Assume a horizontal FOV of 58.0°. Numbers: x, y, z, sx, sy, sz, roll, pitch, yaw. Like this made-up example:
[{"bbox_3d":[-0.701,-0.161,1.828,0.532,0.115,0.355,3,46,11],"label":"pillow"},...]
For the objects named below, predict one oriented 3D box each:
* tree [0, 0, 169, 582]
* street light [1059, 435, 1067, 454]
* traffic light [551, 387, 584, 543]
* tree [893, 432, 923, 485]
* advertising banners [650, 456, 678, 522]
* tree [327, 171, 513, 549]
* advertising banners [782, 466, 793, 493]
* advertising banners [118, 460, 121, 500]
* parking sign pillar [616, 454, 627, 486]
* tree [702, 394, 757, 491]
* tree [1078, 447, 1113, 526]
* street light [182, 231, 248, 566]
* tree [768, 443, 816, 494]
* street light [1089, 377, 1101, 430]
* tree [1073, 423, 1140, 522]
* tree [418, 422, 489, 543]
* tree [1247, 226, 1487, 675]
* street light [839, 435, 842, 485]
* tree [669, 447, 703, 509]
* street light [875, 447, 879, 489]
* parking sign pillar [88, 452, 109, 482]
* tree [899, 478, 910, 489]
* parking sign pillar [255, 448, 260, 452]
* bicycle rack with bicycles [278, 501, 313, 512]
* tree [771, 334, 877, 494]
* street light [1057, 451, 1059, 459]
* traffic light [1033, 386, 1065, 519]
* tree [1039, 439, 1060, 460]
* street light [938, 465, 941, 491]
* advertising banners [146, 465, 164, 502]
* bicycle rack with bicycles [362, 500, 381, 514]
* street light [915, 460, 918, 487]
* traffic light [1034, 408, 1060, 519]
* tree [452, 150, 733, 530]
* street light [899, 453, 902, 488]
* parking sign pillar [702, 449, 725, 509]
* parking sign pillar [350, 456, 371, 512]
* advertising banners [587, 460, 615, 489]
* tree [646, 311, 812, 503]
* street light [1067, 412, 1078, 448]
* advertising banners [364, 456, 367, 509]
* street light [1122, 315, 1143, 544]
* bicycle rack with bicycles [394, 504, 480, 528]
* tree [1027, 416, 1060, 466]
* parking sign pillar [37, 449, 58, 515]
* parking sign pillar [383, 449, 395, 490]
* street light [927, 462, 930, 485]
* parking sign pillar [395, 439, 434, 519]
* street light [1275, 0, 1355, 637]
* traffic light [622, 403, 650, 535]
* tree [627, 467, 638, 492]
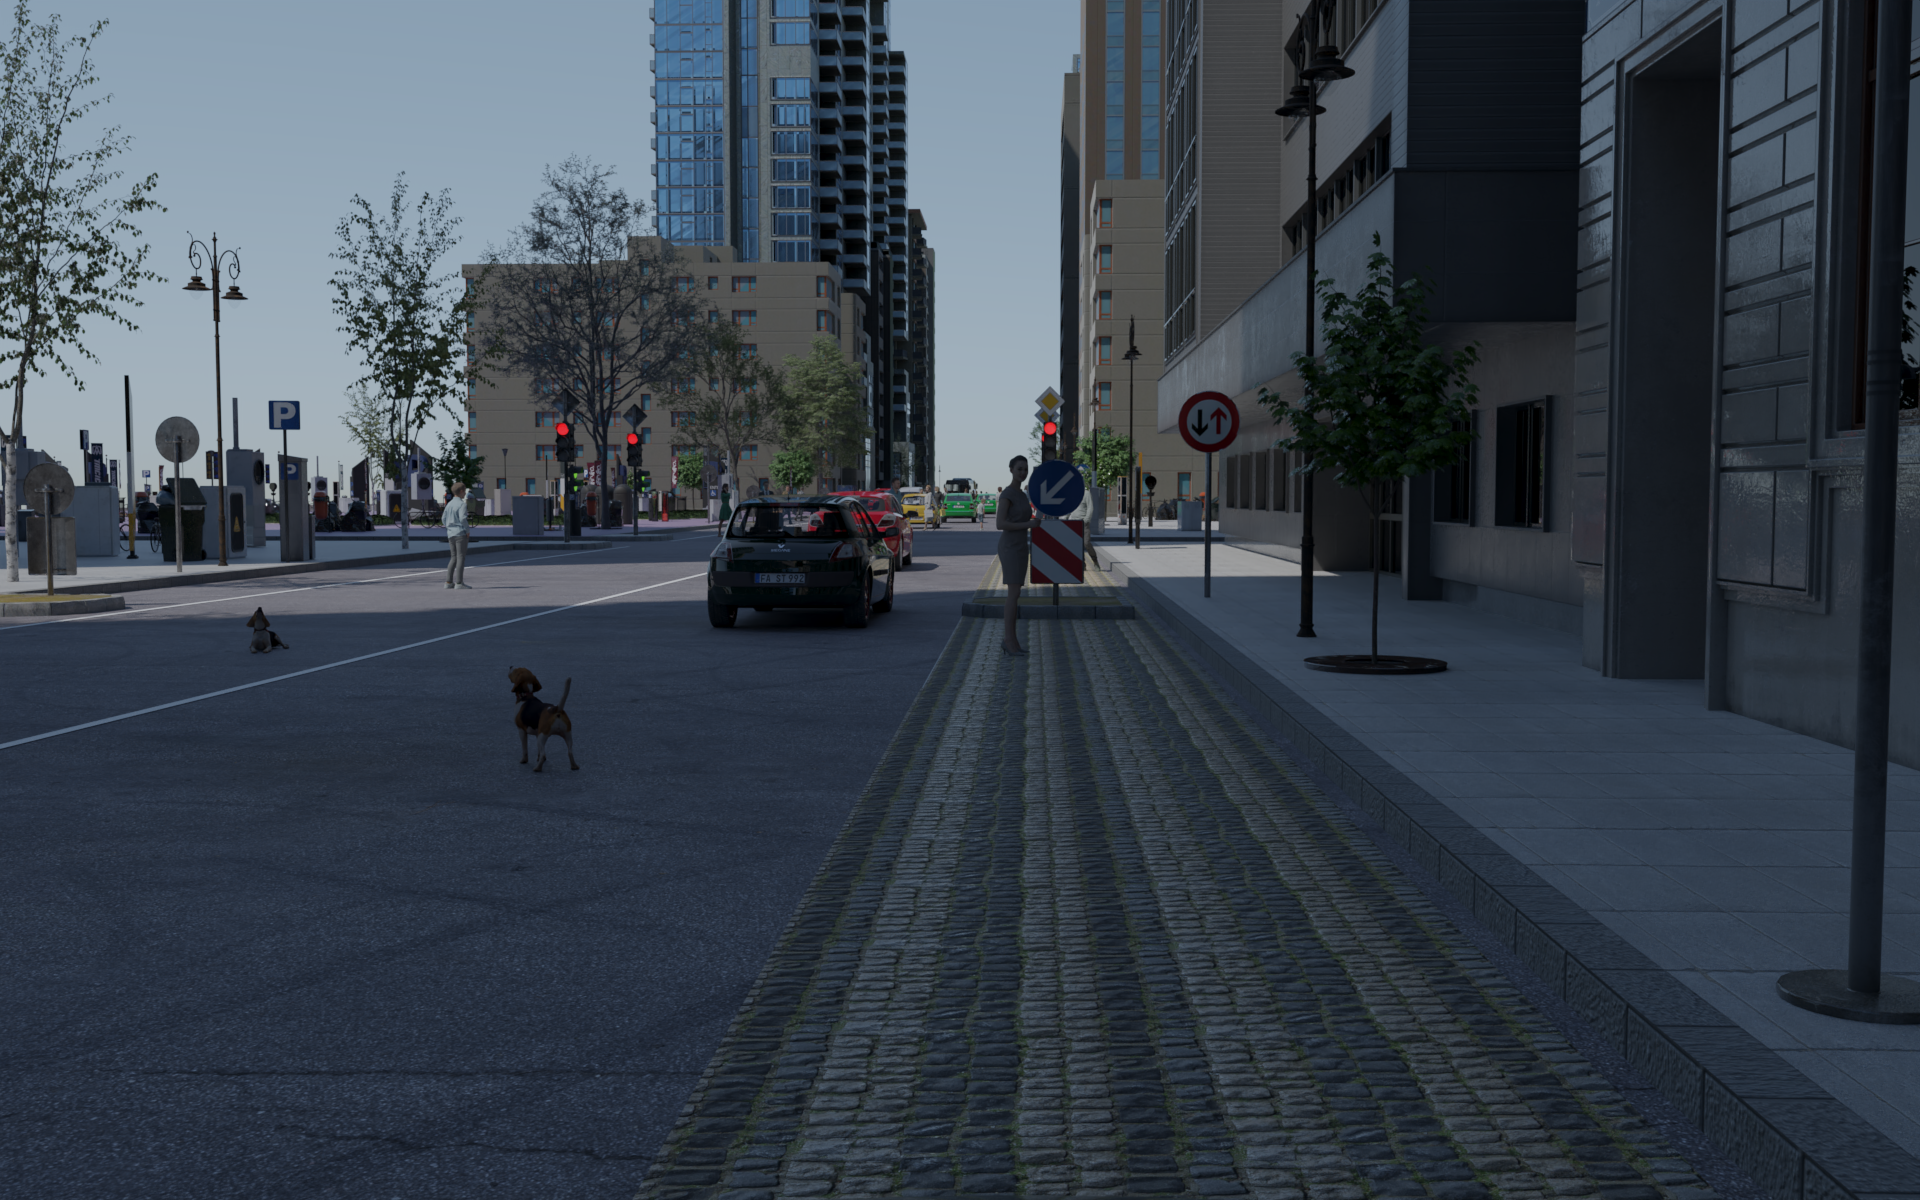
[{"bbox_3d":[-13.894,-4.586,25.336,4.360,8.622,3.978,0,3,0],"label":"tree"},{"bbox_3d":[7.730,-9.465,127.543,0.468,5.910,1.993,0,4,2],"label":"street light"},{"bbox_3d":[-10.375,-3.472,45.685,0.839,4.253,0.868,0,4,2],"label":"traffic light"},{"bbox_3d":[-6.655,-15.642,206.100,4.360,8.622,3.978,0,3,0],"label":"tree"},{"bbox_3d":[-13.683,-5.138,80.198,2.074,3.025,0.090,3,5,42],"label":"advertising banners"},{"bbox_3d":[-12.880,-5.520,40.612,4.737,8.622,4.395,0,3,0],"label":"tree"},{"bbox_3d":[-10.808,-6.867,108.461,0.090,3.025,2.074,1,4,13],"label":"advertising banners"},{"bbox_3d":[-42.402,-5.567,87.207,0.090,3.025,2.074,-1,4,-17],"label":"advertising banners"},{"bbox_3d":[-22.786,-7.843,116.711,1.447,3.967,1.447,0,4,2],"label":"parking sign pillar"},{"bbox_3d":[-16.910,-10.794,126.847,4.360,8.622,3.978,0,3,0],"label":"tree"},{"bbox_3d":[5.646,-4.658,70.759,1.663,3.219,1.824,0,3,0],"label":"tree"},{"bbox_3d":[-13.135,-3.542,30.694,0.468,5.910,1.993,0,4,2],"label":"street light"},{"bbox_3d":[-10.799,-7.837,111.840,4.285,4.588,4.351,0,3,0],"label":"tree"},{"bbox_3d":[5.300,-5.837,68.223,0.468,5.910,1.993,0,4,2],"label":"street light"},{"bbox_3d":[6.713,-5.911,80.361,4.285,4.588,4.351,0,3,0],"label":"tree"},{"bbox_3d":[-13.249,-3.141,45.962,1.663,3.219,1.824,0,3,0],"label":"tree"},{"bbox_3d":[2.926,-1.105,12.670,1.663,3.219,1.824,0,3,0],"label":"tree"},{"bbox_3d":[-9.027,-9.686,131.156,0.468,5.910,1.993,0,4,2],"label":"street light"},{"bbox_3d":[-18.115,-8.195,117.704,4.285,4.588,4.351,0,3,0],"label":"tree"},{"bbox_3d":[-7.732,-11.548,161.592,0.468,5.910,1.993,0,4,2],"label":"street light"},{"bbox_3d":[-52.897,-7.200,106.184,1.447,3.967,1.447,2,4,31],"label":"parking sign pillar"},{"bbox_3d":[-6.524,-12.630,201.094,1.663,3.219,1.824,0,3,0],"label":"tree"},{"bbox_3d":[-41.602,-6.906,101.377,1.447,3.967,1.447,-1,4,-20],"label":"parking sign pillar"},{"bbox_3d":[-47.375,-6.673,122.491,2.925,0.926,2.852,0,4,0],"label":"bicycle rack with bicycles"},{"bbox_3d":[-9.774,-12.505,122.585,7.486,12.596,7.792,0,3,0],"label":"tree"},{"bbox_3d":[8.429,-10.506,144.563,0.468,5.910,1.993,0,4,2],"label":"street light"},{"bbox_3d":[2.327,-3.441,45.188,0.839,4.253,0.868,0,4,2],"label":"traffic light"},{"bbox_3d":[12.114,-16.032,212.486,4.737,8.622,4.395,0,3,0],"label":"tree"},{"bbox_3d":[-3.189,-18.315,272.242,0.468,5.910,1.993,0,4,2],"label":"street light"},{"bbox_3d":[-48.132,-6.563,103.492,0.090,3.025,2.074,1,4,9],"label":"advertising banners"},{"bbox_3d":[-32.908,-5.140,97.428,2.852,0.926,2.925,0,4,-5],"label":"bicycle rack with bicycles"},{"bbox_3d":[-5.514,-14.726,213.557,0.468,5.910,1.993,0,4,2],"label":"street light"},{"bbox_3d":[2.650,-3.929,53.166,0.839,4.253,0.868,0,4,2],"label":"traffic light"},{"bbox_3d":[-13.020,-9.315,62.669,12.009,13.543,11.850,0,3,0],"label":"tree"},{"bbox_3d":[-6.542,-13.362,191.260,0.468,5.910,1.993,0,4,2],"label":"street light"},{"bbox_3d":[-14.540,-6.965,102.343,1.447,3.967,1.447,0,4,8],"label":"parking sign pillar"},{"bbox_3d":[-42.444,-8.195,122.457,1.447,3.967,1.447,3,4,38],"label":"parking sign pillar"},{"bbox_3d":[-19.562,-6.075,95.510,2.074,3.025,0.090,0,4,6],"label":"advertising banners"},{"bbox_3d":[-11.350,-9.366,87.549,8.767,10.594,7.601,-3,4,-38],"label":"tree"},{"bbox_3d":[6.479,-7.668,98.165,0.468,5.910,1.993,0,4,2],"label":"street light"},{"bbox_3d":[-27.277,-5.093,79.454,0.090,3.025,2.074,-1,4,-16],"label":"advertising banners"},{"bbox_3d":[4.423,-4.401,44.739,0.468,5.910,1.993,0,4,2],"label":"street light"},{"bbox_3d":[-19.579,-3.196,65.642,2.925,0.926,2.852,1,4,8],"label":"bicycle rack with bicycles"},{"bbox_3d":[12.309,-17.978,219.702,9.928,11.665,9.643,0,3,0],"label":"tree"},{"bbox_3d":[-54.660,-7.056,103.837,1.447,3.967,1.447,2,4,26],"label":"parking sign pillar"},{"bbox_3d":[-33.853,-7.049,103.718,1.447,3.967,1.447,2,4,33],"label":"parking sign pillar"},{"bbox_3d":[-4.434,-16.521,242.903,0.468,5.910,1.993,0,4,2],"label":"street light"},{"bbox_3d":[-26.539,-5.911,85.110,1.447,3.967,1.447,1,4,23],"label":"parking sign pillar"},{"bbox_3d":[3.116,-2.606,15.396,0.468,5.910,1.993,0,4,2],"label":"street light"},{"bbox_3d":[-10.051,-3.960,53.664,0.839,4.253,0.868,0,4,2],"label":"traffic light"},{"bbox_3d":[-23.363,-7.894,123.673,1.663,3.219,1.824,0,3,0],"label":"tree"}]
